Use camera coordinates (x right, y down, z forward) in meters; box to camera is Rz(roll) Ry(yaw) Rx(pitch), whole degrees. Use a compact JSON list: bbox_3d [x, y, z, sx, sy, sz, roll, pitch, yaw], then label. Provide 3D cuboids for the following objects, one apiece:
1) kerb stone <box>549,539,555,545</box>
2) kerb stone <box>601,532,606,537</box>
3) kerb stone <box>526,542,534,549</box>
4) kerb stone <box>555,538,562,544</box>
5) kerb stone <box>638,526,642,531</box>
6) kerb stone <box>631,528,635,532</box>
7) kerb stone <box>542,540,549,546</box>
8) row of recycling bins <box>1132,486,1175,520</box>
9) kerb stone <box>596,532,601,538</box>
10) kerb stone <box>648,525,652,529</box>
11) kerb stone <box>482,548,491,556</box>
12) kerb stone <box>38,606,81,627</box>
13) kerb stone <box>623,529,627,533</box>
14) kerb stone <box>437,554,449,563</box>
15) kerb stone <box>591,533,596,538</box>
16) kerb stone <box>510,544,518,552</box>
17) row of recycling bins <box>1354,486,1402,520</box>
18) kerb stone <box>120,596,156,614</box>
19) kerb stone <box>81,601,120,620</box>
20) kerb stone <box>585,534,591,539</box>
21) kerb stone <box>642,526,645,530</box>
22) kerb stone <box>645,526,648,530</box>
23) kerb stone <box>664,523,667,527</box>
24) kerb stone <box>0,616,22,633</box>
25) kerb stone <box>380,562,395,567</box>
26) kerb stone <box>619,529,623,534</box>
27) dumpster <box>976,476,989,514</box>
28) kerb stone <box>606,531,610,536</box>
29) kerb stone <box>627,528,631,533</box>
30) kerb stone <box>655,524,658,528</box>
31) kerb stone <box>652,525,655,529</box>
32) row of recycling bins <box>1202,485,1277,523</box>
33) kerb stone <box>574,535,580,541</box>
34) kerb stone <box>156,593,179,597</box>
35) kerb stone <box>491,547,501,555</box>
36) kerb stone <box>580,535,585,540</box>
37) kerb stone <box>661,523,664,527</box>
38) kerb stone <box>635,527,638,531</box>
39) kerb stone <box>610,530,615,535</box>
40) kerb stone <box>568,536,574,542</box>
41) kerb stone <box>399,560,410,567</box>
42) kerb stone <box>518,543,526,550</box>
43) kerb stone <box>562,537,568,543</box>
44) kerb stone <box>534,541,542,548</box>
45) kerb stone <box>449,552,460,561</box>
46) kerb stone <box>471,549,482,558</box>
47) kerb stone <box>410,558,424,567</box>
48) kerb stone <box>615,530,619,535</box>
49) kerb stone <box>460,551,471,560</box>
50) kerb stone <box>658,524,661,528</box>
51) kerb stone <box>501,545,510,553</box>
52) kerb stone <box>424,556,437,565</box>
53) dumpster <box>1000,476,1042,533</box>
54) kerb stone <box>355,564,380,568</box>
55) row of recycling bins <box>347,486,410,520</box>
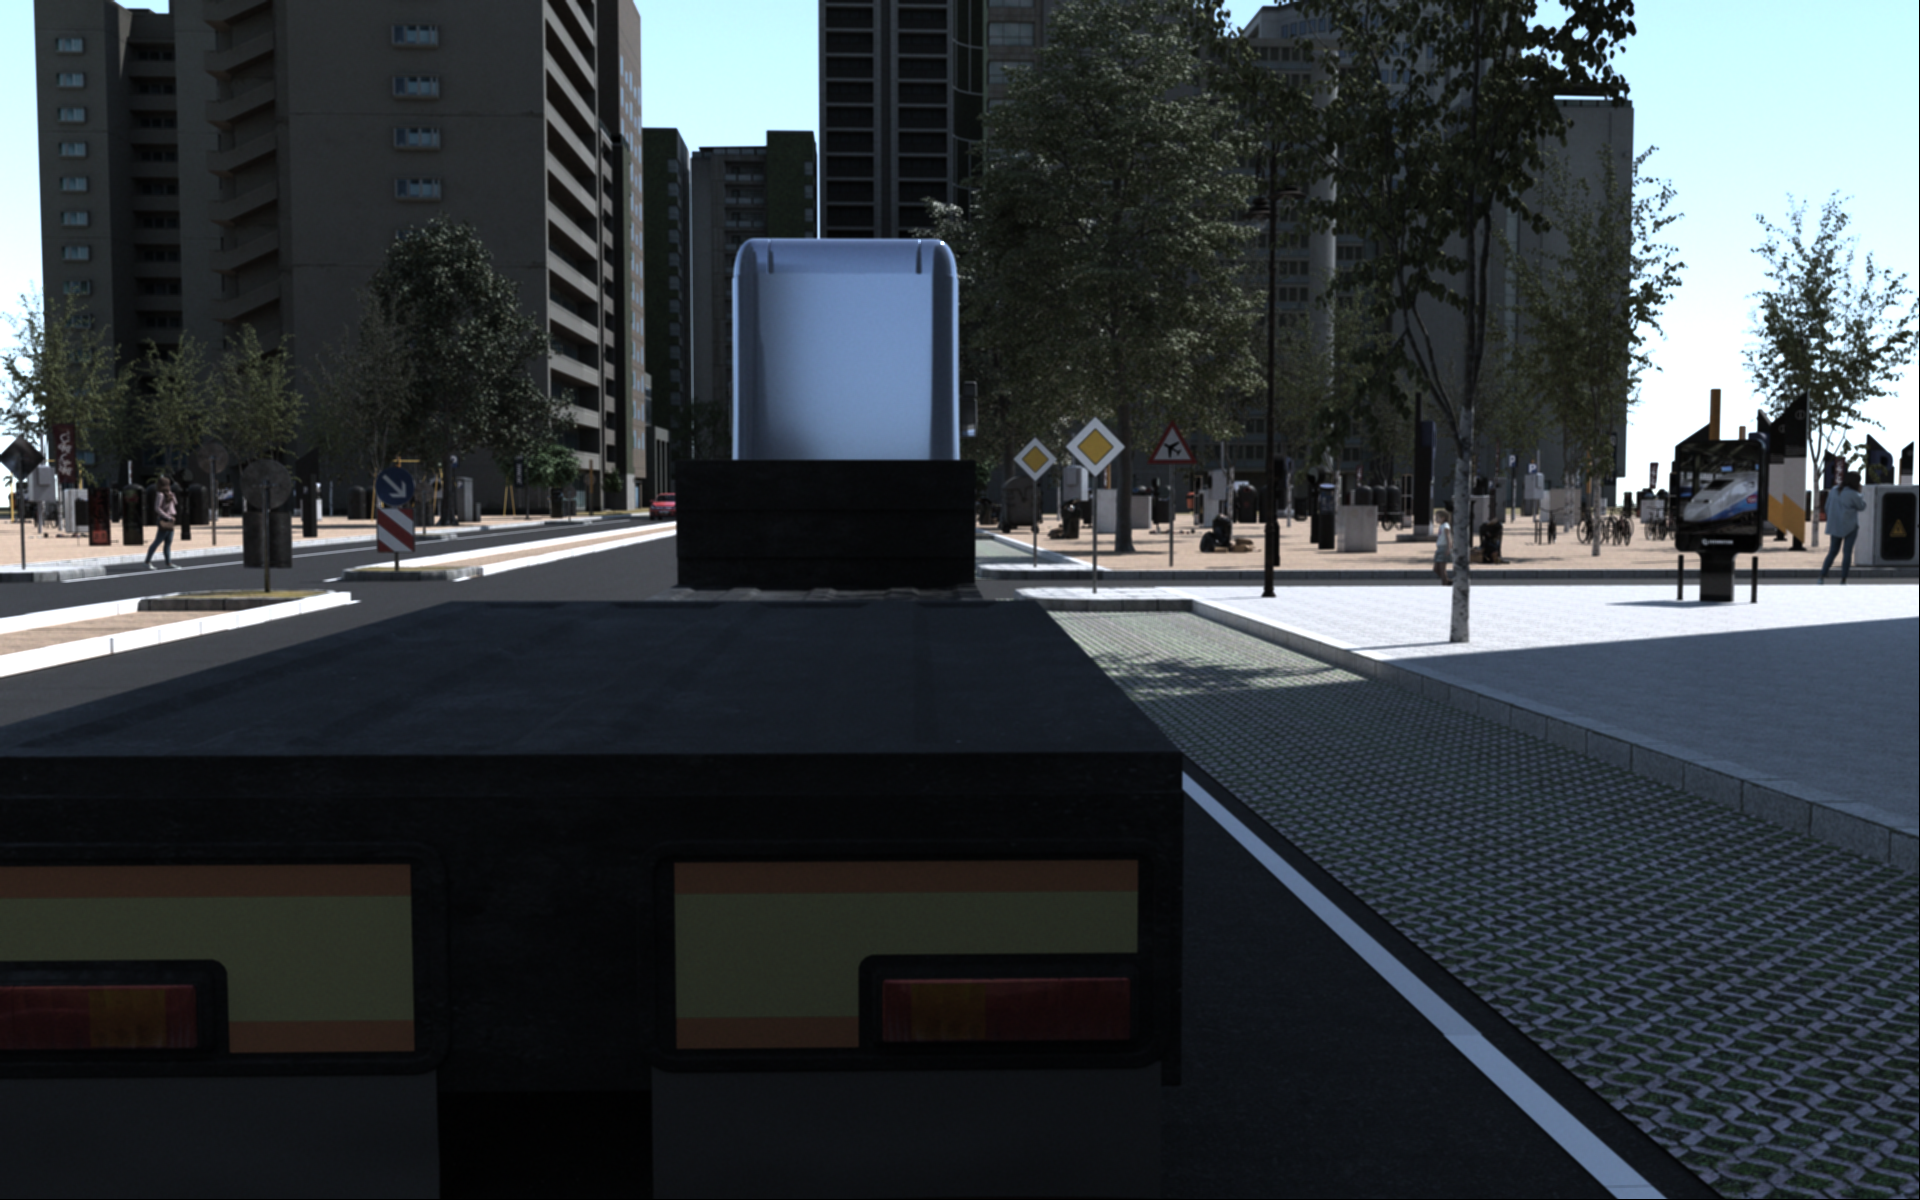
[{"bbox_3d":[-11.472,-1.588,48.167,0.120,0.150,1.000,0,4,-3],"label":"kerb stone"},{"bbox_3d":[-11.964,-2.152,57.382,0.120,0.150,1.000,0,4,-3],"label":"kerb stone"},{"bbox_3d":[-11.313,-1.400,45.092,0.120,0.150,1.000,0,4,-3],"label":"kerb stone"},{"bbox_3d":[-11.534,-1.651,49.191,0.120,0.150,1.000,0,4,-3],"label":"kerb stone"},{"bbox_3d":[-12.454,-2.711,66.593,0.120,0.150,1.000,0,4,-3],"label":"kerb stone"},{"bbox_3d":[-12.342,-2.585,64.537,0.120,0.150,1.000,0,4,-3],"label":"kerb stone"},{"bbox_3d":[-11.419,-1.526,47.138,0.120,0.150,1.000,0,4,-3],"label":"kerb stone"},{"bbox_3d":[9.159,-4.780,85.264,1.069,1.692,3.534,-3,5,-44],"label":"row of recycling bins"},{"bbox_3d":[-11.920,-2.090,56.361,0.120,0.150,1.000,0,4,-3],"label":"kerb stone"},{"bbox_3d":[-12.614,-2.903,69.655,0.120,0.150,1.000,0,4,-3],"label":"kerb stone"},{"bbox_3d":[-11.043,-1.086,39.966,0.120,0.150,1.000,0,4,-3],"label":"kerb stone"},{"bbox_3d":[-9.929,0.199,18.939,0.120,0.150,1.000,0,4,-3],"label":"kerb stone"},{"bbox_3d":[-12.240,-2.465,62.495,0.120,0.150,1.000,0,4,-3],"label":"kerb stone"},{"bbox_3d":[-10.823,-0.830,35.876,0.120,0.150,1.000,0,4,-3],"label":"kerb stone"},{"bbox_3d":[-11.861,-2.027,55.341,0.120,0.150,1.000,0,4,-3],"label":"kerb stone"},{"bbox_3d":[-11.201,-1.275,43.048,0.120,0.150,1.000,0,4,-3],"label":"kerb stone"},{"bbox_3d":[20.769,-4.750,84.776,3.534,1.692,1.069,-2,4,-33],"label":"row of recycling bins"},{"bbox_3d":[-10.037,0.074,20.981,0.120,0.150,1.000,0,4,-3],"label":"kerb stone"},{"bbox_3d":[-9.989,0.137,19.959,0.120,0.150,1.000,0,4,-3],"label":"kerb stone"},{"bbox_3d":[-11.807,-1.965,54.319,0.120,0.150,1.000,0,4,-3],"label":"kerb stone"},{"bbox_3d":[-12.513,-2.778,67.613,0.120,0.150,1.000,0,4,-3],"label":"kerb stone"},{"bbox_3d":[-12.572,-2.839,68.634,0.120,0.150,1.000,0,4,-3],"label":"kerb stone"},{"bbox_3d":[-12.892,-3.216,74.772,0.120,0.150,1.000,0,4,-3],"label":"kerb stone"},{"bbox_3d":[-9.864,0.269,17.916,0.120,0.150,1.000,0,4,-3],"label":"kerb stone"},{"bbox_3d":[-10.603,-0.586,31.781,0.120,0.150,1.000,0,4,-3],"label":"kerb stone"},{"bbox_3d":[-12.186,-2.400,61.471,0.120,0.150,1.000,0,4,-3],"label":"kerb stone"},{"bbox_3d":[0.621,-4.962,83.620,1.502,2.255,1.985,0,4,-3],"label":"dumpster"},{"bbox_3d":[-12.024,-2.212,58.407,0.120,0.150,1.000,0,4,-3],"label":"kerb stone"},{"bbox_3d":[-12.290,-2.527,63.516,0.120,0.150,1.000,0,4,-3],"label":"kerb stone"},{"bbox_3d":[-12.734,-3.021,71.698,0.120,0.150,1.000,0,4,-3],"label":"kerb stone"},{"bbox_3d":[-12.676,-2.963,70.677,0.120,0.150,1.000,0,4,-3],"label":"kerb stone"},{"bbox_3d":[12.358,-4.289,77.235,3.534,1.692,1.069,0,4,8],"label":"row of recycling bins"},{"bbox_3d":[-11.695,-1.839,52.266,0.120,0.150,1.000,0,4,-3],"label":"kerb stone"},{"bbox_3d":[-10.081,0.016,22.006,0.120,0.150,1.000,0,4,-3],"label":"kerb stone"},{"bbox_3d":[-11.099,-1.148,40.990,0.120,0.150,1.000,0,4,-3],"label":"kerb stone"},{"bbox_3d":[-11.749,-1.901,53.291,0.120,0.150,1.000,0,4,-3],"label":"kerb stone"},{"bbox_3d":[-12.841,-3.153,73.751,0.120,0.150,1.000,0,4,-3],"label":"kerb stone"},{"bbox_3d":[-12.400,-2.653,65.566,0.120,0.150,1.000,0,4,-3],"label":"kerb stone"},{"bbox_3d":[-12.074,-2.277,59.427,0.120,0.150,1.000,0,4,-3],"label":"kerb stone"},{"bbox_3d":[-11.646,-1.773,51.245,0.120,0.150,1.000,0,4,-3],"label":"kerb stone"},{"bbox_3d":[-10.662,-0.649,32.806,0.120,0.150,1.000,0,4,-3],"label":"kerb stone"},{"bbox_3d":[-11.268,-1.333,44.071,0.120,0.150,1.000,0,4,-3],"label":"kerb stone"},{"bbox_3d":[-11.590,-1.714,50.211,0.120,0.150,1.000,0,4,-3],"label":"kerb stone"},{"bbox_3d":[-11.360,-1.463,46.118,0.120,0.150,1.000,0,4,-3],"label":"kerb stone"},{"bbox_3d":[-10.877,-0.899,36.896,0.120,0.150,1.000,0,4,-3],"label":"kerb stone"},{"bbox_3d":[-10.978,-1.022,38.945,0.120,0.150,1.000,0,4,-3],"label":"kerb stone"},{"bbox_3d":[-10.715,-0.711,33.827,0.120,0.150,1.000,0,4,-3],"label":"kerb stone"},{"bbox_3d":[-12.130,-2.340,60.448,0.120,0.150,1.000,0,4,-3],"label":"kerb stone"},{"bbox_3d":[-10.934,-0.962,37.924,0.120,0.150,1.000,0,4,-3],"label":"kerb stone"},{"bbox_3d":[-12.783,-3.085,72.727,0.120,0.150,1.000,0,4,-3],"label":"kerb stone"},{"bbox_3d":[-11.150,-1.212,42.014,0.120,0.150,1.000,0,4,-3],"label":"kerb stone"},{"bbox_3d":[-10.764,-0.774,34.855,0.120,0.150,1.000,0,4,-3],"label":"kerb stone"},{"bbox_3d":[2.025,-3.143,57.147,1.264,1.857,1.865,0,4,-3],"label":"dumpster"},{"bbox_3d":[-10.554,-0.520,30.758,0.120,0.150,1.000,0,4,-3],"label":"kerb stone"},{"bbox_3d":[-29.477,-4.949,88.024,1.069,1.692,3.534,2,4,34],"label":"row of recycling bins"}]
